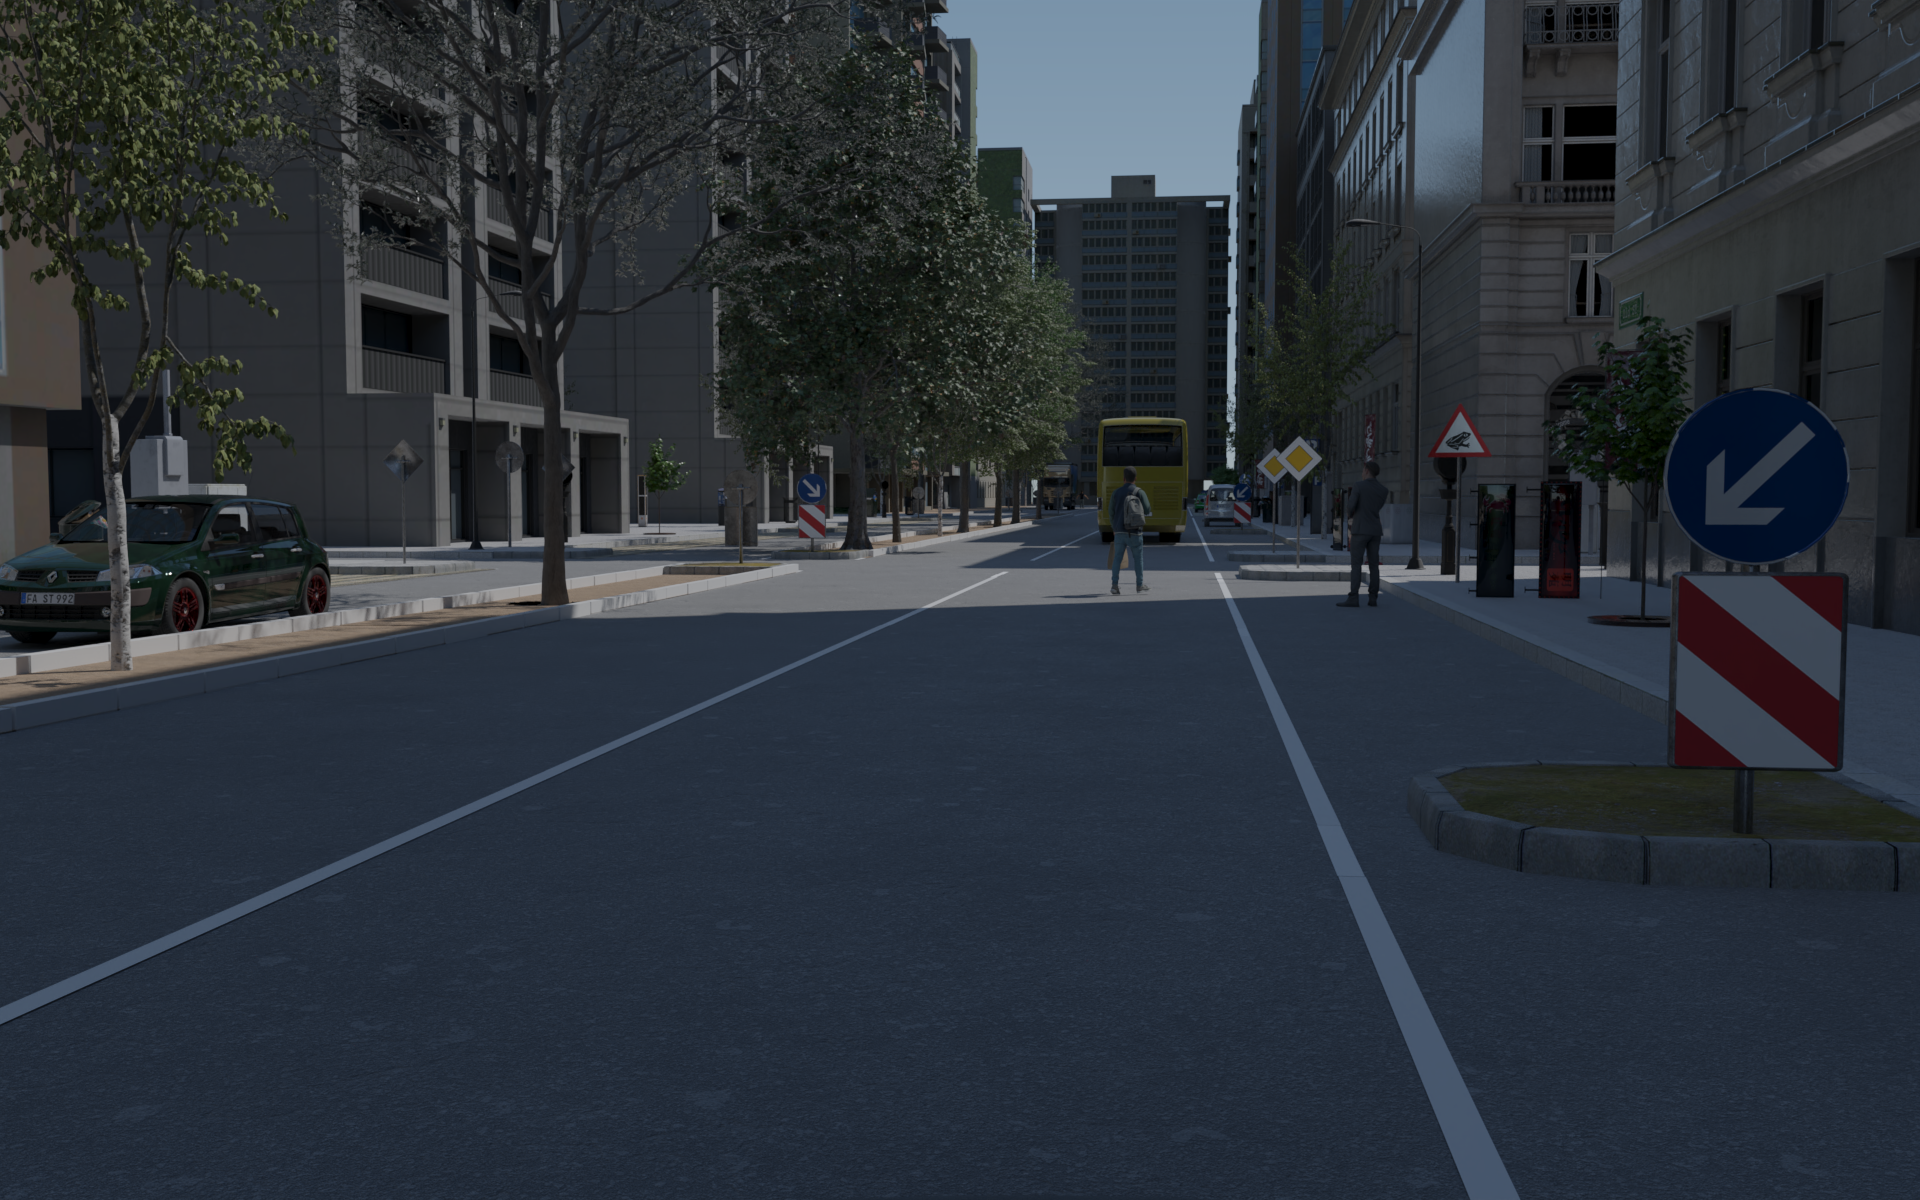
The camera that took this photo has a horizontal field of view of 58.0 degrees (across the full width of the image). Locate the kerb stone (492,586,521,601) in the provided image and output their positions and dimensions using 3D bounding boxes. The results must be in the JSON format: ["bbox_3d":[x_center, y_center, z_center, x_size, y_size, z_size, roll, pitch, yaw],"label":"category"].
[{"bbox_3d":[-6.218,-0.076,23.443,0.120,0.150,1.000,0,4,7],"label":"kerb stone"}]

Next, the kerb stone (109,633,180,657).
[{"bbox_3d":[-7.257,0.422,15.303,0.120,0.150,1.000,0,4,7],"label":"kerb stone"}]

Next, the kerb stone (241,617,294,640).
[{"bbox_3d":[-7.003,0.304,17.342,0.120,0.150,1.000,0,4,7],"label":"kerb stone"}]

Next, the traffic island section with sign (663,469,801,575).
[{"bbox_3d":[-4.126,-1.422,31.386,2.006,1.907,1.989,0,4,7],"label":"traffic island section with sign"}]

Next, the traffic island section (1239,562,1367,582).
[{"bbox_3d":[5.848,-0.464,29.870,2.009,0.180,2.903,0,4,7],"label":"traffic island section"}]

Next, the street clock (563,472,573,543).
[{"bbox_3d":[-10.448,-2.515,45.687,0.471,2.002,0.358,-1,4,-14],"label":"street clock"}]

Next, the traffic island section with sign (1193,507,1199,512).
[{"bbox_3d":[23.359,-9.646,166.334,1.989,1.847,2.006,0,4,7],"label":"traffic island section with sign"}]

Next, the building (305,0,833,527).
[{"bbox_3d":[-17.264,-39.517,84.362,20.563,71.187,20.611,0,4,7],"label":"building"}]

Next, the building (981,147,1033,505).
[{"bbox_3d":[1.249,-32.061,207.785,14.086,41.232,14.154,0,4,7],"label":"building"}]

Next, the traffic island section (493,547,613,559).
[{"bbox_3d":[-9.246,-1.075,39.854,2.009,0.180,2.903,0,4,7],"label":"traffic island section"}]

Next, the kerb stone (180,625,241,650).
[{"bbox_3d":[-7.125,0.361,16.322,0.120,0.150,1.000,0,4,7],"label":"kerb stone"}]

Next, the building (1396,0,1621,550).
[{"bbox_3d":[24.011,-12.331,43.418,24.055,21.916,13.314,0,4,7],"label":"building"}]

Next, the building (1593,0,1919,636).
[{"bbox_3d":[15.167,-13.910,3.850,17.030,29.872,44.131,0,4,7],"label":"building"}]

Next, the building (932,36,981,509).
[{"bbox_3d":[-6.253,-28.631,151.708,14.154,41.232,14.086,0,4,7],"label":"building"}]

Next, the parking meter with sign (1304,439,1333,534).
[{"bbox_3d":[11.668,-3.633,55.658,0.543,3.016,1.738,3,4,37],"label":"parking meter with sign"}]

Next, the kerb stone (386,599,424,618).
[{"bbox_3d":[-6.613,0.111,20.399,0.120,0.150,1.000,0,4,7],"label":"kerb stone"}]

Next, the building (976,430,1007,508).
[{"bbox_3d":[-10.985,-20.273,176.500,28.899,21.520,27.650,0,4,7],"label":"building"}]

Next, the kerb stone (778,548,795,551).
[{"bbox_3d":[-4.052,-1.102,40.238,0.120,0.150,1.000,0,4,7],"label":"kerb stone"}]

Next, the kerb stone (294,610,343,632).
[{"bbox_3d":[-6.869,0.236,18.362,0.120,0.150,1.000,0,4,7],"label":"kerb stone"}]

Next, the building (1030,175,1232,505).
[{"bbox_3d":[21.206,-31.916,213.715,23.993,40.220,32.217,0,4,7],"label":"building"}]

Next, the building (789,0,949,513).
[{"bbox_3d":[-12.786,-29.089,130.226,22.147,44.769,28.867,0,4,7],"label":"building"}]

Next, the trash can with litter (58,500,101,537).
[{"bbox_3d":[-16.162,-1.233,31.548,1.055,1.170,0.624,1,4,17],"label":"trash can with litter"}]

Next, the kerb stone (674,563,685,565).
[{"bbox_3d":[-5.172,-0.575,31.591,0.120,0.150,1.000,0,4,7],"label":"kerb stone"}]

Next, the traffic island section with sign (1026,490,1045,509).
[{"bbox_3d":[7.458,-9.716,167.485,1.989,1.847,2.006,0,4,7],"label":"traffic island section with sign"}]

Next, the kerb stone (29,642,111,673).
[{"bbox_3d":[-7.385,0.484,14.280,0.120,0.150,1.000,0,4,7],"label":"kerb stone"}]

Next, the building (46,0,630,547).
[{"bbox_3d":[-21.500,-37.497,51.322,20.563,71.187,20.611,0,4,7],"label":"building"}]

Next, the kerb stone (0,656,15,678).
[{"bbox_3d":[-7.519,0.548,13.267,0.120,0.150,1.000,0,4,7],"label":"kerb stone"}]

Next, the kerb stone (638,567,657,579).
[{"bbox_3d":[-5.427,-0.445,29.547,0.120,0.150,1.000,0,4,7],"label":"kerb stone"}]

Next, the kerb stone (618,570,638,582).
[{"bbox_3d":[-5.557,-0.388,28.533,0.120,0.150,1.000,0,4,7],"label":"kerb stone"}]

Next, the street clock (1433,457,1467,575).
[{"bbox_3d":[7.756,-1.400,27.463,0.471,2.002,0.358,0,4,-3],"label":"street clock"}]

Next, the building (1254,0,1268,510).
[{"bbox_3d":[32.042,-28.293,146.177,14.154,41.232,14.086,0,4,7],"label":"building"}]

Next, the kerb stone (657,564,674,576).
[{"bbox_3d":[-5.304,-0.512,30.564,0.120,0.150,1.000,0,4,7],"label":"kerb stone"}]

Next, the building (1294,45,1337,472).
[{"bbox_3d":[26.884,-18.651,98.455,14.314,27.812,24.014,0,4,7],"label":"building"}]

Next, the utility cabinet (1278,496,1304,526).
[{"bbox_3d":[13.458,-3.624,70.417,1.020,1.237,0.306,-1,4,-20],"label":"utility cabinet"}]

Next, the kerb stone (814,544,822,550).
[{"bbox_3d":[-3.670,-1.288,43.291,0.120,0.150,1.000,0,4,7],"label":"kerb stone"}]

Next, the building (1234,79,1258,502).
[{"bbox_3d":[43.493,-35.561,205.127,21.600,48.544,21.300,0,4,7],"label":"building"}]

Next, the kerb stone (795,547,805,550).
[{"bbox_3d":[-3.931,-1.166,41.253,0.120,0.150,1.000,0,4,7],"label":"kerb stone"}]

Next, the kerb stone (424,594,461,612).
[{"bbox_3d":[-6.472,0.048,21.411,0.120,0.150,1.000,0,4,7],"label":"kerb stone"}]

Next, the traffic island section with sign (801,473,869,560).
[{"bbox_3d":[-3.174,-1.871,38.732,2.006,1.907,1.989,0,4,7],"label":"traffic island section with sign"}]

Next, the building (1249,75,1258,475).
[{"bbox_3d":[39.956,-33.506,167.425,23.786,49.044,30.456,0,4,7],"label":"building"}]

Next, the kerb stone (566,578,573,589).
[{"bbox_3d":[-5.960,-0.200,25.475,0.120,0.150,1.000,0,4,7],"label":"kerb stone"}]

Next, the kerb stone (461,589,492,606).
[{"bbox_3d":[-6.346,-0.012,22.429,0.120,0.150,1.000,0,4,7],"label":"kerb stone"}]

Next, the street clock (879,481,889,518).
[{"bbox_3d":[-4.085,-5.429,93.330,0.471,2.002,0.358,-2,4,-33],"label":"street clock"}]

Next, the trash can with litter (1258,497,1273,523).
[{"bbox_3d":[13.865,-4.034,77.348,1.055,1.170,0.624,-3,5,-39],"label":"trash can with litter"}]

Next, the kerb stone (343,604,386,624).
[{"bbox_3d":[-6.735,0.172,19.384,0.120,0.150,1.000,0,4,7],"label":"kerb stone"}]

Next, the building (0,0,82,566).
[{"bbox_3d":[-22.724,-22.748,22.040,14.200,45.320,14.600,0,4,7],"label":"building"}]

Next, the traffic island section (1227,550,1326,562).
[{"bbox_3d":[6.864,-0.949,37.790,2.009,0.180,2.903,0,4,7],"label":"traffic island section"}]

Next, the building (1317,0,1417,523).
[{"bbox_3d":[23.932,-14.557,71.288,16.112,22.955,30.059,0,4,7],"label":"building"}]

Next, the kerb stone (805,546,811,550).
[{"bbox_3d":[-3.801,-1.221,42.277,0.120,0.150,1.000,0,4,7],"label":"kerb stone"}]

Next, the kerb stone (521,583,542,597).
[{"bbox_3d":[-6.089,-0.137,24.461,0.120,0.150,1.000,0,4,7],"label":"kerb stone"}]

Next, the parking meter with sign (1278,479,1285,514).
[{"bbox_3d":[15.159,-5.232,81.802,0.543,3.016,1.738,1,4,13],"label":"parking meter with sign"}]

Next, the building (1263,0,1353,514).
[{"bbox_3d":[28.154,-28.611,117.898,14.600,45.320,14.200,0,4,7],"label":"building"}]

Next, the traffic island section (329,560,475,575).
[{"bbox_3d":[-10.262,-0.590,31.934,2.009,0.180,2.903,0,4,7],"label":"traffic island section"}]

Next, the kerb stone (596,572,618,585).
[{"bbox_3d":[-5.689,-0.326,27.520,0.120,0.150,1.000,0,4,7],"label":"kerb stone"}]

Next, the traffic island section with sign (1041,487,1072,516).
[{"bbox_3d":[6.378,-6.430,113.263,2.006,1.907,1.989,0,4,7],"label":"traffic island section with sign"}]

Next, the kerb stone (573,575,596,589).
[{"bbox_3d":[-5.828,-0.263,26.498,0.120,0.150,1.000,0,4,7],"label":"kerb stone"}]
